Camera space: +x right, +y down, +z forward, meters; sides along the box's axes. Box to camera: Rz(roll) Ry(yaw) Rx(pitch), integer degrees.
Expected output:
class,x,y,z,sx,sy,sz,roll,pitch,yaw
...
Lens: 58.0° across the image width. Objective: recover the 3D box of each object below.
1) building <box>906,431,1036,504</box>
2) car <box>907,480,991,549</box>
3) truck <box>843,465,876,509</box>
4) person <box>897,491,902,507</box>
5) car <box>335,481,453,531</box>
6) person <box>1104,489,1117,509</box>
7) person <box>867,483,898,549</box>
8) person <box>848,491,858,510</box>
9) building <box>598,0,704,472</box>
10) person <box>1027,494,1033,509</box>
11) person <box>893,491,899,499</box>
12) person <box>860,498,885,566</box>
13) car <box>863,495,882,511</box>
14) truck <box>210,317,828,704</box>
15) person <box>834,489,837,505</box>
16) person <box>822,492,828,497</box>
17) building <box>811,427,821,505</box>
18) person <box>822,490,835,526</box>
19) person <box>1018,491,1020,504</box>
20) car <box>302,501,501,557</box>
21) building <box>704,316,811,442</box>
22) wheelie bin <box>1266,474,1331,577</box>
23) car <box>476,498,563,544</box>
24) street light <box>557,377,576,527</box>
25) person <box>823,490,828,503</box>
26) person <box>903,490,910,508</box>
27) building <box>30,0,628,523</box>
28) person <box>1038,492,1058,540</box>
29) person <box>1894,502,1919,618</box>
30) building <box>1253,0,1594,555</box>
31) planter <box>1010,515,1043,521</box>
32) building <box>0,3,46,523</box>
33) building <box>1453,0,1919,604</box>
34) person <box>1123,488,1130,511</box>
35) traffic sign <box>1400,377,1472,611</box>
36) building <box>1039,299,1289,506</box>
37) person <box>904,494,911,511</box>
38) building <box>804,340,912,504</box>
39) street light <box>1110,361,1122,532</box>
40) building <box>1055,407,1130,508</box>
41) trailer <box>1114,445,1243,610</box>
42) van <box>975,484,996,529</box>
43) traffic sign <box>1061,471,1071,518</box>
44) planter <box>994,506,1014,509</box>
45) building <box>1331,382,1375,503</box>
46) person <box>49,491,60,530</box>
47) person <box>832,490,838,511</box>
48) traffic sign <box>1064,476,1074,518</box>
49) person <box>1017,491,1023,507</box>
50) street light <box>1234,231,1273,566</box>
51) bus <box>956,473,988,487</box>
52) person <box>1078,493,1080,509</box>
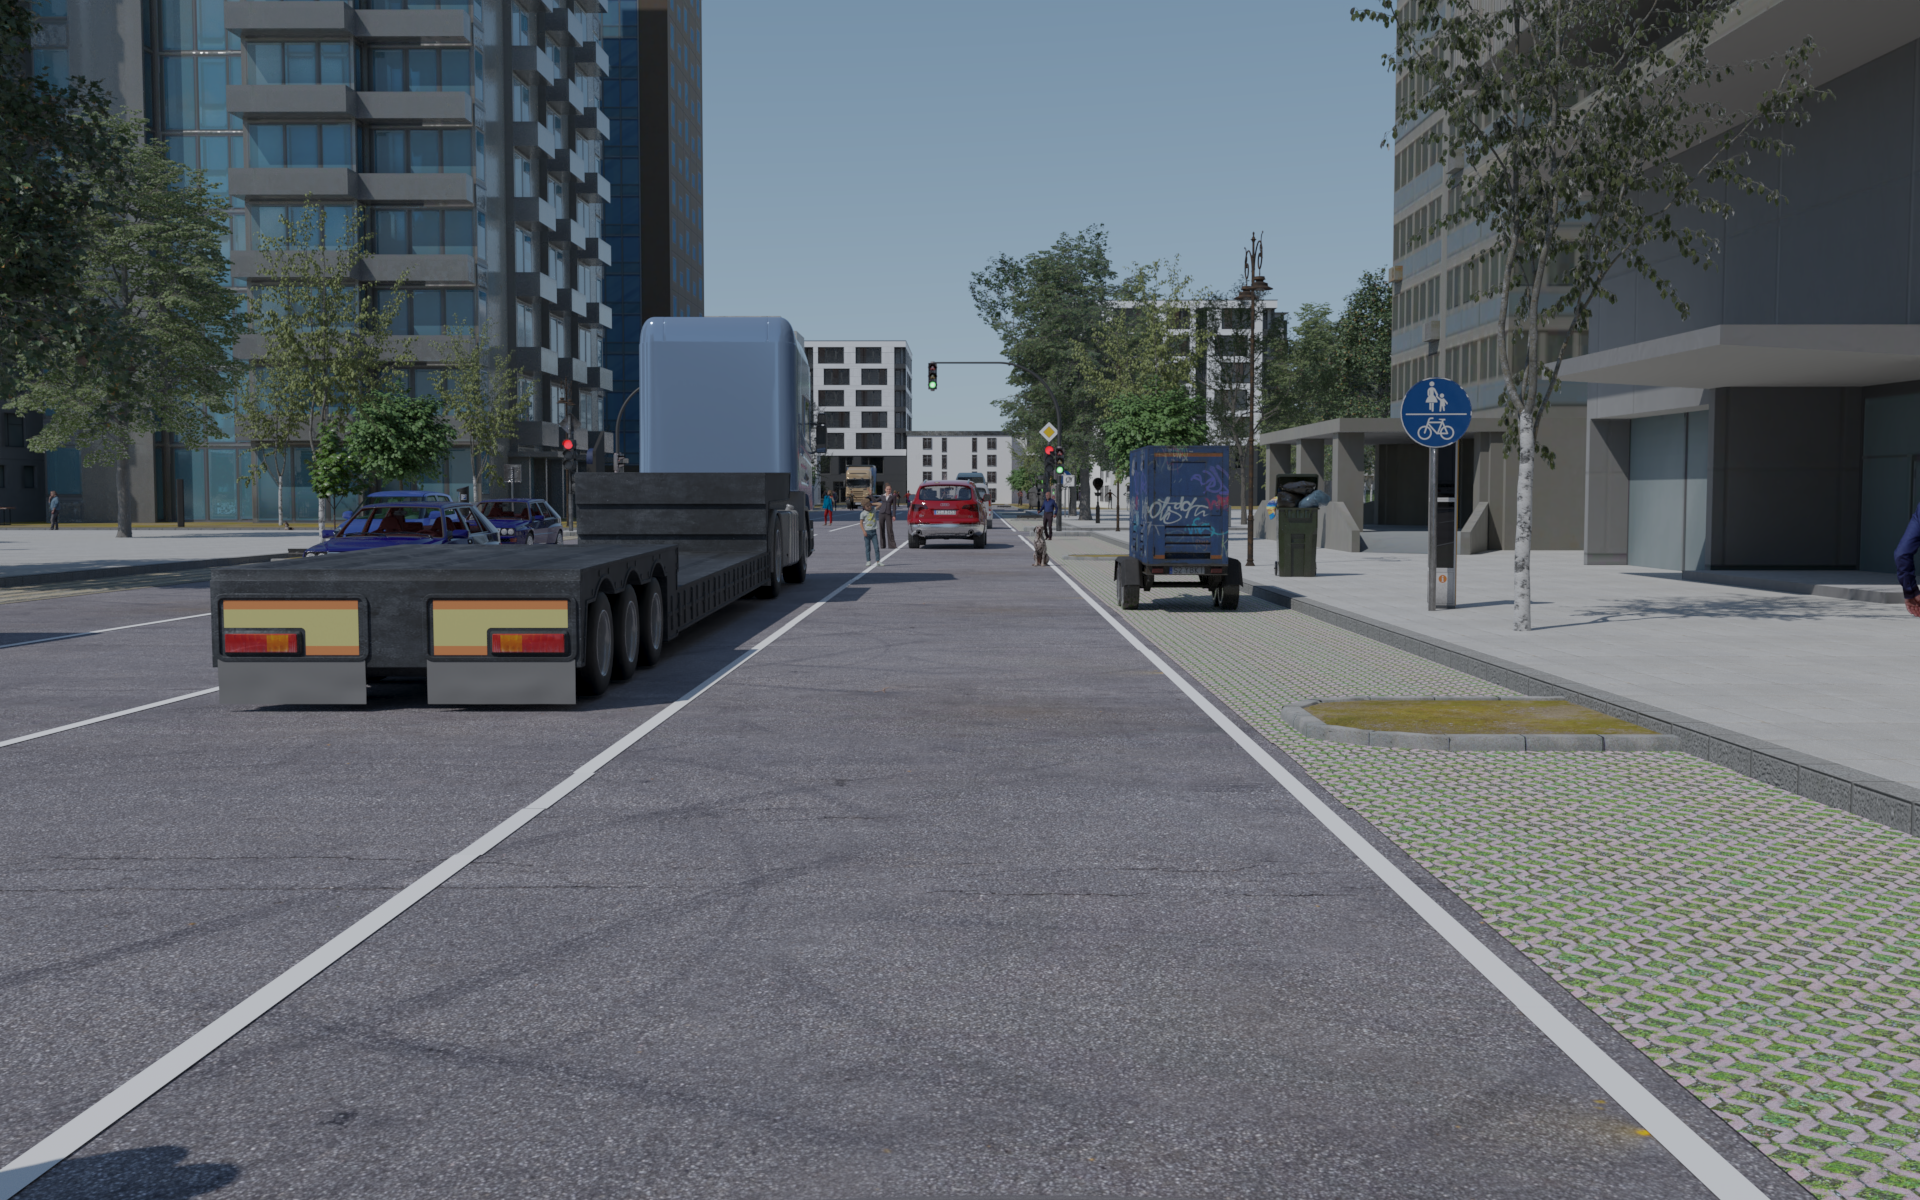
class,x,y,z,sx,sy,sz,roll,pitch,yaw
building,6.921,-17.865,234.232,28.070,9.664,9.099,0,4,0
car,-0.302,-2.346,47.026,2.281,1.827,5.304,0,4,2
truck,-9.629,-10.993,168.653,2.839,4.237,11.283,0,3,0
person,-6.827,-11.319,194.385,0.721,1.723,1.217,1,4,20
car,-10.739,-1.448,33.262,1.945,1.707,3.694,0,4,2
person,13.301,-8.941,153.056,1.217,1.723,0.721,1,4,23
person,-2.025,-2.200,45.266,0.742,1.727,0.445,-1,4,-21
person,-9.427,-8.715,151.702,0.721,1.735,1.217,3,5,40
building,-25.579,-28.656,118.639,14.600,45.320,14.200,0,4,0
person,6.226,-8.893,152.169,1.217,1.743,0.721,2,4,32
person,-5.903,-8.929,155.203,1.217,1.743,0.721,-3,5,-43
person,-1.744,-1.348,34.455,0.435,1.345,0.340,-2,4,-24
car,-6.761,-7.588,136.651,1.945,1.354,3.894,0,4,0
truck,-3.690,-1.885,20.579,2.967,4.110,18.799,0,3,0
person,-14.203,-11.730,197.827,0.705,1.824,1.348,1,4,13
person,-16.027,-12.277,206.789,0.705,1.822,1.348,3,5,43
building,-31.398,-16.531,212.429,28.070,9.664,9.099,0,4,0
person,-5.977,-4.181,78.568,0.444,1.614,0.593,-2,4,-31
person,7.378,-12.752,214.164,0.705,1.869,1.348,-1,4,-17
car,-7.461,-0.663,23.427,1.945,1.354,3.894,0,4,1
building,-26.034,-19.660,187.897,16.747,18.905,31.486,0,4,0
wheelie bin,5.266,-1.163,26.926,0.980,1.594,0.693,0,4,7
car,-10.121,-1.599,38.724,1.945,1.354,3.894,0,4,2
street light,-15.463,-5.833,68.158,0.468,5.910,1.993,0,4,0
person,-15.509,-11.855,200.406,0.750,1.759,0.617,1,4,10
person,-5.297,-10.438,179.103,1.348,1.831,0.705,1,4,18
building,-30.695,-28.666,88.295,23.786,49.044,30.456,0,4,0
person,2.648,-2.579,53.357,0.600,1.496,0.574,-2,4,-30
person,4.847,0.033,8.204,0.600,1.496,0.574,-1,4,-11
building,24.756,-21.510,43.563,32.217,40.220,23.993,0,4,0
planter,3.684,-4.360,92.420,1.991,0.319,1.994,0,4,0
building,-49.861,-24.031,76.493,14.086,41.232,14.154,0,4,0
building,22.289,-26.194,17.504,28.713,52.752,27.495,0,4,0
person,12.853,-7.650,131.848,0.841,1.734,0.376,2,4,34
traffic sign,5.186,-1.153,18.952,0.768,2.556,0.104,0,4,4
building,22.925,-21.672,198.310,27.936,21.610,32.646,0,4,0
person,-4.291,-8.205,145.873,0.991,1.433,0.599,2,4,24
building,-23.353,-24.474,244.130,32.646,21.610,27.936,0,4,0
street light,5.407,-5.282,59.142,0.468,5.910,1.993,0,4,0
building,14.161,-13.798,167.744,9.099,9.664,28.070,0,4,0
trailer,2.719,-0.935,22.333,1.471,1.999,3.904,0,4,1
van,0.499,-3.995,72.338,2.013,2.044,4.112,0,4,0
traffic sign,5.751,-5.784,94.682,0.768,2.556,0.104,0,4,6
planter,4.325,-9.135,170.503,1.991,0.319,1.994,0,4,0
building,60.462,-20.812,206.729,31.486,18.905,16.747,0,4,0
person,-33.700,-3.286,64.430,0.429,1.552,0.499,0,4,-6
person,-10.726,-8.392,146.240,0.617,1.759,0.750,1,4,21
traffic sign,5.916,-5.630,94.176,0.606,2.300,0.079,0,4,6
person,6.044,-10.233,174.818,0.593,1.643,0.415,-1,4,-21
street light,5.172,-3.541,30.691,0.468,5.910,1.993,0,4,0
bus,1.010,-9.797,155.048,2.948,3.499,13.247,0,4,1
person,10.572,-8.769,150.334,0.530,1.710,0.541,-2,4,-28
